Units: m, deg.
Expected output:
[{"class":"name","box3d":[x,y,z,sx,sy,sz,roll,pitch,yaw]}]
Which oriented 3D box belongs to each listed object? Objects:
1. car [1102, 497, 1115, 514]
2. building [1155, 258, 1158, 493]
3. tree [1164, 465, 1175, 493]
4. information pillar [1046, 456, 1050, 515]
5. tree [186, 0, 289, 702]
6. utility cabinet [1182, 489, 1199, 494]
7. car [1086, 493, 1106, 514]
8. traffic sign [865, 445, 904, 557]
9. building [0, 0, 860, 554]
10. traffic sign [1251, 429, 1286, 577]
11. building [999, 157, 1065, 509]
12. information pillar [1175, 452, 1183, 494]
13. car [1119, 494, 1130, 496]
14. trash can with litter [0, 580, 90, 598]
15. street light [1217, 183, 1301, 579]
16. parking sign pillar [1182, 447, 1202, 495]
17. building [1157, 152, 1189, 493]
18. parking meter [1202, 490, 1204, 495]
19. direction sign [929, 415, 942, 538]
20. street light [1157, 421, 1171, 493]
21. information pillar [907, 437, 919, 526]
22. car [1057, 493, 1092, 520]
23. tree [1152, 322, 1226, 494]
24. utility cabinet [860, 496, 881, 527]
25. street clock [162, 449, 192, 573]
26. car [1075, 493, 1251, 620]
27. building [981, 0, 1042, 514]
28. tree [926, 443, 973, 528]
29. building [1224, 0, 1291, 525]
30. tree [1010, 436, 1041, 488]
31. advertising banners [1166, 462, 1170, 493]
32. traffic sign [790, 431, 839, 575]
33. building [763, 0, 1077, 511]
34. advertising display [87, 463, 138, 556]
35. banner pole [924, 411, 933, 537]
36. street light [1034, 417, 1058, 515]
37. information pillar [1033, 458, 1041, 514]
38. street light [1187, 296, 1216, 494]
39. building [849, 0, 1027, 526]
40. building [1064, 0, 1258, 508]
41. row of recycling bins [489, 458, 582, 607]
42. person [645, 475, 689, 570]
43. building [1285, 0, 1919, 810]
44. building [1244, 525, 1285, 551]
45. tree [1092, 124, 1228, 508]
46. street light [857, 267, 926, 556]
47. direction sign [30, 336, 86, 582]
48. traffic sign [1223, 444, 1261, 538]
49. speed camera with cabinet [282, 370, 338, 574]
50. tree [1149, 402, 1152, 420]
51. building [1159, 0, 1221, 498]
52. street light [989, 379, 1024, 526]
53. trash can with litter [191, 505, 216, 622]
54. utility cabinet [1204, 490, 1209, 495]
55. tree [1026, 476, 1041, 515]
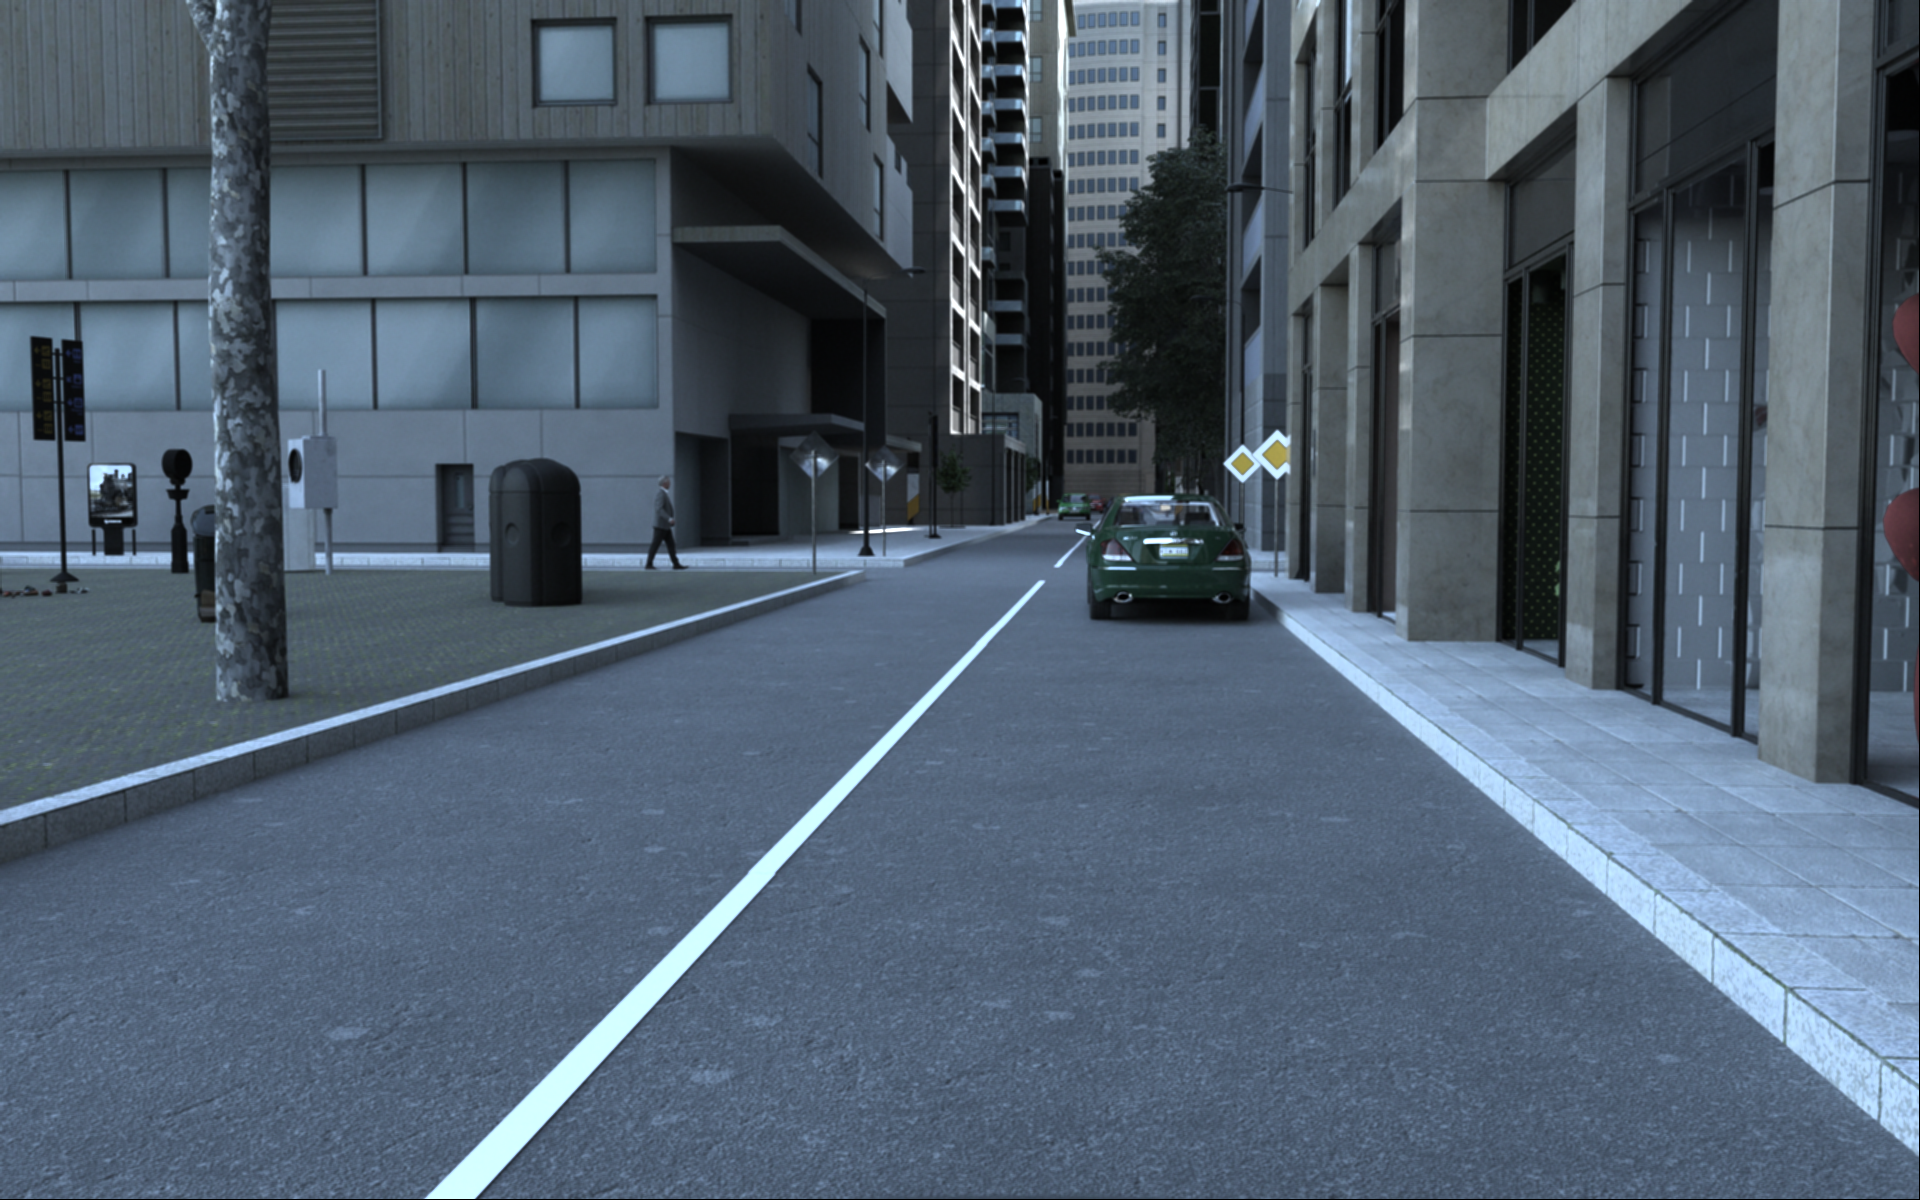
[{"class":"car","box3d":[7.157,-3.851,75.545,1.945,1.354,3.894,0,4,6]},{"class":"building","box3d":[25.969,-23.959,163.426,14.160,30.474,14.107,0,4,5]},{"class":"tree","box3d":[13.875,-7.312,114.146,1.663,3.219,1.824,0,3,0]},{"class":"information pillar","box3d":[5.335,-6.983,105.528,0.183,3.616,0.504,0,4,-6]},{"class":"tree","box3d":[-3.550,-9.515,11.465,12.611,20.169,13.585,0,3,0]},{"class":"utility cabinet","box3d":[10.982,-4.595,83.801,1.173,1.500,0.318,-1,4,-20]},{"class":"car","box3d":[9.679,-7.268,127.872,2.155,1.783,4.494,0,4,4]},{"class":"traffic sign","box3d":[-1.552,-1.945,35.443,0.795,2.450,0.064,0,4,5]},{"class":"building","box3d":[-15.979,-28.105,48.753,28.713,52.752,27.495,0,4,5]},{"class":"traffic sign","box3d":[4.894,-1.415,26.784,0.795,2.450,0.064,0,4,5]},{"class":"building","box3d":[1.691,-23.053,148.621,14.160,30.474,14.107,0,4,5]},{"class":"information pillar","box3d":[10.411,-5.571,82.444,0.183,3.616,0.504,-2,4,-28]},{"class":"car","box3d":[11.329,-6.541,117.169,2.015,1.641,3.980,0,4,6]},{"class":"trash can with litter","box3d":[-11.930,-0.658,21.822,1.678,1.210,2.233,2,4,32]},{"class":"street light","box3d":[4.668,-3.270,26.010,1.470,5.913,1.316,0,4,5]},{"class":"parking sign pillar","box3d":[11.975,-6.181,89.533,1.447,3.967,1.447,-2,4,-26]},{"class":"building","box3d":[24.472,-23.049,148.557,14.160,30.474,14.107,0,4,5]},{"class":"parking meter","box3d":[13.248,-5.312,95.257,0.372,1.533,0.369,0,3,0]},{"class":"direction sign","box3d":[-0.723,-3.563,50.259,0.379,3.537,0.876,-1,4,-9]},{"class":"street light","box3d":[9.316,-6.254,74.793,1.470,5.913,1.316,0,4,5]},{"class":"information pillar","box3d":[-1.920,-4.837,70.446,0.504,3.616,0.183,0,4,-2]},{"class":"car","box3d":[6.312,-5.299,95.430,1.959,1.807,4.718,0,4,4]},{"class":"tree","box3d":[10.694,-7.335,70.285,4.360,8.622,3.978,0,3,0]},{"class":"utility cabinet","box3d":[-3.603,-3.433,67.285,1.020,1.237,0.306,0,4,1]},{"class":"street clock","box3d":[-12.659,-1.436,28.052,0.358,2.002,0.471,1,4,10]},{"class":"car","box3d":[2.473,-0.571,21.142,2.131,1.459,4.920,0,4,4]},{"class":"building","box3d":[-4.889,-49.679,124.925,22.319,86.520,31.000,0,4,5]},{"class":"tree","box3d":[-0.246,-4.343,65.604,1.663,3.219,1.824,0,3,0]},{"class":"building","box3d":[24.666,-33.717,93.266,21.231,58.520,28.212,0,4,5]},{"class":"tree","box3d":[2.806,-7.043,98.867,4.285,4.588,4.351,0,3,0]},{"class":"advertising banners","box3d":[11.587,-6.140,96.583,0.090,3.025,2.074,0,4,2]},{"class":"traffic sign","box3d":[-2.315,-1.459,27.495,0.795,2.450,0.064,0,4,5]},{"class":"building","box3d":[-2.707,-35.641,171.966,27.495,52.752,28.713,0,4,5]},{"class":"advertising display","box3d":[-17.665,-1.890,36.114,0.974,1.923,0.123,0,4,1]},{"class":"banner pole","box3d":[-0.897,-3.787,51.938,0.401,3.779,0.863,0,4,3]},{"class":"street light","box3d":[5.164,-8.038,103.970,1.470,5.913,1.316,0,4,5]},{"class":"information pillar","box3d":[4.828,-7.181,108.768,0.504,3.616,0.183,0,4,-3]},{"class":"street light","box3d":[6.081,-4.165,40.635,1.470,5.913,1.316,0,4,5]},{"class":"building","box3d":[-7.361,-39.220,79.505,20.563,71.187,20.611,0,4,5]},{"class":"building","box3d":[19.234,-40.400,202.536,28.212,58.520,21.231,0,4,5]},{"class":"row of recycling bins","box3d":[-5.304,-0.869,21.326,1.069,1.692,3.534,-1,4,-18]},{"class":"person","box3d":[-5.446,-1.425,32.191,0.834,1.777,0.661,-1,4,-15]},{"class":"building","box3d":[12.960,-12.458,8.205,19.350,26.468,34.151,0,4,5]},{"class":"building","box3d":[21.125,-30.471,40.205,28.212,58.520,21.231,0,4,5]},{"class":"tree","box3d":[9.140,-9.377,59.964,9.857,13.997,8.962,0,3,0]},{"class":"street light","box3d":[-1.404,-3.861,35.662,1.470,5.913,1.316,0,4,5]},{"class":"direction sign","box3d":[-13.162,-2.040,25.344,0.379,3.537,0.876,1,4,21]},{"class":"traffic sign","box3d":[5.658,-1.902,34.733,0.795,2.450,0.064,0,4,5]},{"class":"speed camera with cabinet","box3d":[-10.755,-2.065,28.097,0.660,3.252,2.038,-3,5,-40]},{"class":"tree","box3d":[10.646,-7.899,79.516,4.360,8.622,3.978,0,3,0]},{"class":"building","box3d":[25.671,-42.296,129.793,20.563,71.187,20.611,0,4,5]},{"class":"street light","box3d":[1.884,-5.950,69.816,1.470,5.913,1.316,0,4,5]},{"class":"trash can with litter","box3d":[-7.530,-0.389,17.742,0.624,1.170,1.055,-2,4,-24]},{"class":"utility cabinet","box3d":[13.829,-5.609,100.393,1.173,1.500,0.318,2,4,24]},{"class":"tree","box3d":[3.841,-6.842,106.472,1.663,3.219,1.824,0,3,0]}]
